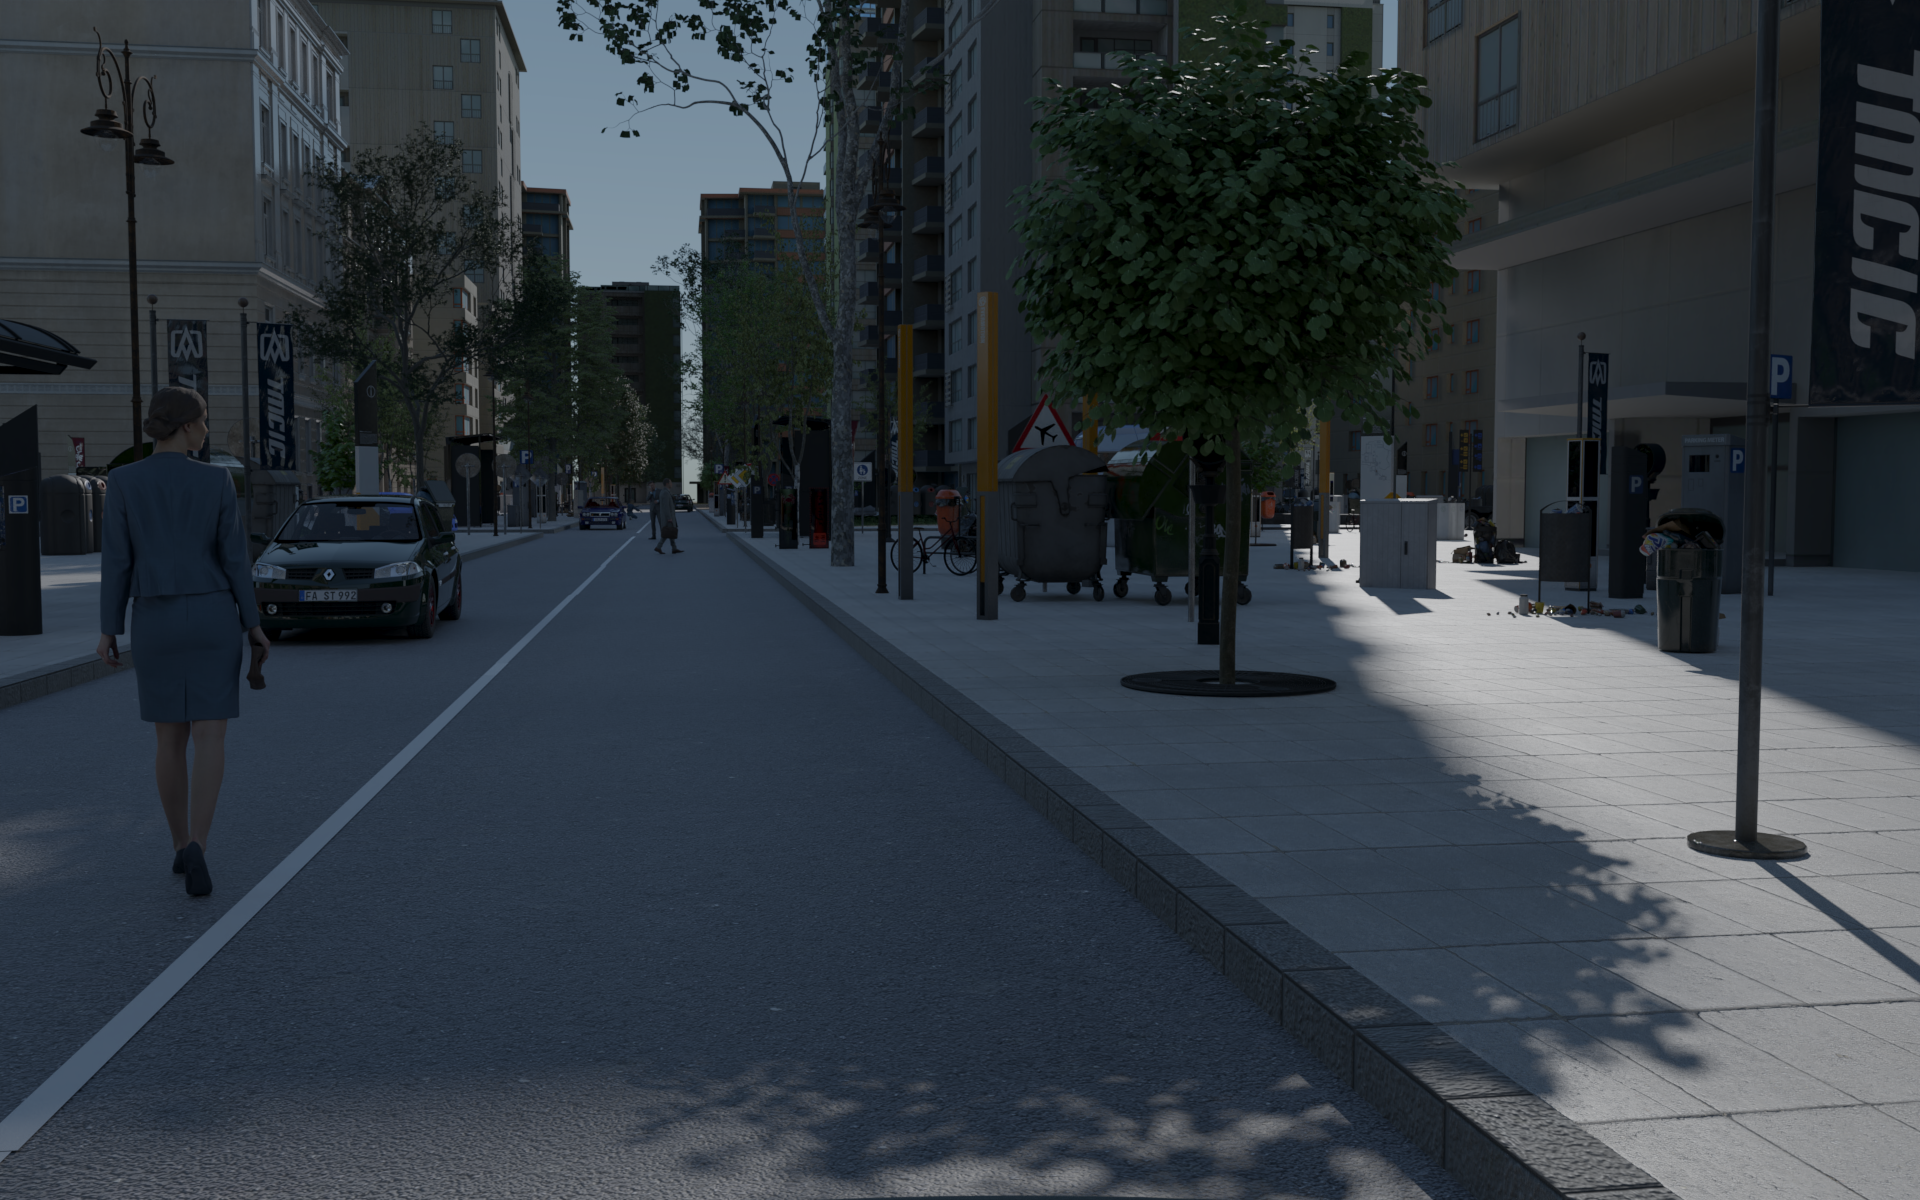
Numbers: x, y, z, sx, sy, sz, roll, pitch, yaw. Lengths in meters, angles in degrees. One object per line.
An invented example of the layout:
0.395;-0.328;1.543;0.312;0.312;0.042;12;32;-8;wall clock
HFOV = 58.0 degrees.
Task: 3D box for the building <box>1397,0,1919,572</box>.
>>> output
25.730;-26.949;29.858;28.713;52.752;27.495;-1;4;-9;building

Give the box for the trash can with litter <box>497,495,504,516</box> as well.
-27.262;-5.553;101.854;1.678;1.210;2.233;-1;4;-15;trash can with litter

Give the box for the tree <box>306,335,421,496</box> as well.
-27.217;-7.852;78.743;4.360;8.622;3.978;0;3;0;tree

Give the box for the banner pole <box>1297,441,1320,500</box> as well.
16.509;-5.607;81.689;0.863;3.779;0.401;-2;4;-33;banner pole

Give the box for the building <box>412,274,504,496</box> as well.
-54.908;-18.567;148.616;27.650;21.520;28.899;-1;4;-9;building

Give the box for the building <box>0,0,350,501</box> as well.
-37.068;-18.037;80.815;13.634;28.700;20.117;-1;4;-9;building

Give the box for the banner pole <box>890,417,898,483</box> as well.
-1.725;-3.616;49.143;0.863;3.779;0.401;3;4;37;banner pole

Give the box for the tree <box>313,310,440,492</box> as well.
-21.843;-6.989;64.634;4.737;8.622;4.395;0;3;0;tree

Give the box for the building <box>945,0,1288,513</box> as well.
7.081;-24.554;85.058;14.086;41.232;14.154;-1;4;-9;building

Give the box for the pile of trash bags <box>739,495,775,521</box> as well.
-9.767;-4.542;84.014;1.912;1.369;3.447;-1;4;-8;pile of trash bags

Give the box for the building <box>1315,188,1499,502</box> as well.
38.669;-15.372;96.378;28.899;21.520;27.650;-1;4;-9;building

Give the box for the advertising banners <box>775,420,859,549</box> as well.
-3.339;-2.717;40.610;2.074;3.025;0.090;-2;4;-24;advertising banners

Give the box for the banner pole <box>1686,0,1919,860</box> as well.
3.052;-0.981;6.054;0.863;3.779;0.401;2;4;26;banner pole

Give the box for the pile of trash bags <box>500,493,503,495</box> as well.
-33.060;-7.204;127.538;1.912;1.369;3.447;-3;5;-40;pile of trash bags

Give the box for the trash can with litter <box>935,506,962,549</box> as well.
-0.266;-1.775;40.404;0.624;1.170;1.055;0;3;0;trash can with litter

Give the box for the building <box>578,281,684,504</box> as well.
-45.366;-28.565;238.742;14.107;30.474;14.160;-1;4;-9;building

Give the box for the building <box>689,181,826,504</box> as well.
-23.906;-36.123;245.232;28.867;44.769;22.147;-1;4;-9;building

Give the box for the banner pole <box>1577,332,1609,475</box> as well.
9.803;-2.261;26.979;0.863;3.779;0.401;-2;4;-29;banner pole

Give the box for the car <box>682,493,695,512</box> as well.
-22.853;-8.129;142.702;2.009;1.686;4.222;-1;4;-9;car

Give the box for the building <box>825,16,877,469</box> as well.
-4.258;-28.727;153.275;14.154;41.232;14.086;-1;4;-9;building

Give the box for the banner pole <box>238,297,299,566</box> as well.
-8.948;-1.974;22.297;0.863;3.779;0.401;-3;5;-41;banner pole

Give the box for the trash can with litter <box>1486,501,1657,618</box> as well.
6.803;-0.444;18.323;2.233;1.210;1.678;1;4;23;trash can with litter

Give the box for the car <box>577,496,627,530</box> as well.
-14.480;-3.527;70.244;1.945;1.354;3.894;0;4;-8;car

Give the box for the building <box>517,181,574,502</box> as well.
-67.971;-35.653;237.548;28.867;44.769;22.147;-1;4;-9;building

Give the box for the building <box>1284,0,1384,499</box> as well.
32.193;-40.360;201.884;28.212;58.520;21.231;-1;4;-9;building

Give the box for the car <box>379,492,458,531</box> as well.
-19.086;-3.032;59.164;3.694;1.707;1.945;-1;4;-10;car

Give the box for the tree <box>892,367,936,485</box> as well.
-3.451;-8.537;89.936;4.737;8.622;4.395;0;3;0;tree

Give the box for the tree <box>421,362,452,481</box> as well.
-28.566;-8.578;90.610;4.360;8.622;3.978;0;3;0;tree

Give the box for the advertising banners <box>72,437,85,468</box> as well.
-26.912;-3.540;54.064;0.090;3.025;2.074;1;4;15;advertising banners

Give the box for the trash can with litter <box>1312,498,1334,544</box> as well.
9.140;-2.024;44.478;0.624;1.170;1.055;2;4;33;trash can with litter

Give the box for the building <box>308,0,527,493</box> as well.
-60.988;-36.381;184.065;27.495;52.752;28.713;-1;4;-9;building

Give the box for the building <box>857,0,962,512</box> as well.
4.548;-28.383;118.693;22.147;44.769;28.867;-1;4;-9;building

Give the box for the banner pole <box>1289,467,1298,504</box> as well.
20.354;-7.066;105.545;0.863;3.779;0.401;0;4;6;banner pole

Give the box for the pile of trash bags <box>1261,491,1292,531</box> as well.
9.315;-2.998;58.768;3.447;1.369;1.912;-2;4;-30;pile of trash bags

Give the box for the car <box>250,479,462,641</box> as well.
-6.299;-0.518;18.256;2.009;1.686;4.222;-1;4;-10;car

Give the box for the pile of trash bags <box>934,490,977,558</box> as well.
0.602;-1.619;36.227;1.912;1.369;3.447;2;4;35;pile of trash bags

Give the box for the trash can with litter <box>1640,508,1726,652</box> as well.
5.992;-0.179;14.313;0.624;1.170;1.055;2;4;27;trash can with litter

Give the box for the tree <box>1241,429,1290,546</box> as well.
7.462;-2.950;42.830;1.663;3.219;1.824;0;3;0;tree

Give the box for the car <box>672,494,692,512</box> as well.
-22.069;-7.732;136.197;2.009;1.686;4.222;-1;4;-10;car

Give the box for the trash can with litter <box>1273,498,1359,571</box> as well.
6.229;-1.147;29.810;2.233;1.210;1.678;-3;4;-38;trash can with litter

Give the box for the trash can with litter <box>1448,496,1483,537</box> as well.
14.653;-2.498;51.898;1.678;1.210;2.233;1;4;12;trash can with litter

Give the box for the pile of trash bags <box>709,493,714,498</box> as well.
-18.818;-7.703;135.701;1.912;1.369;3.447;1;4;15;pile of trash bags

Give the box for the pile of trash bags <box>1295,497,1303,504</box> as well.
13.982;-4.160;77.765;1.912;1.369;3.447;-3;4;-38;pile of trash bags

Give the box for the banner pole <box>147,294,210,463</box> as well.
-9.890;-1.947;21.851;0.863;3.779;0.401;-1;4;-14;banner pole

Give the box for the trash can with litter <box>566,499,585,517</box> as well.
-21.643;-5.262;97.424;0.624;1.170;1.055;2;4;25;trash can with litter

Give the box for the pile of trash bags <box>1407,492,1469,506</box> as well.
22.753;-4.448;82.471;3.447;1.369;1.912;2;4;30;pile of trash bags

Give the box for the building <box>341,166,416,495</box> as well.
-41.916;-17.672;108.018;14.460;24.649;34.723;-1;4;-9;building

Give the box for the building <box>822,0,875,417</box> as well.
-6.242;-53.623;189.401;22.319;86.520;31.000;-1;4;-9;building
